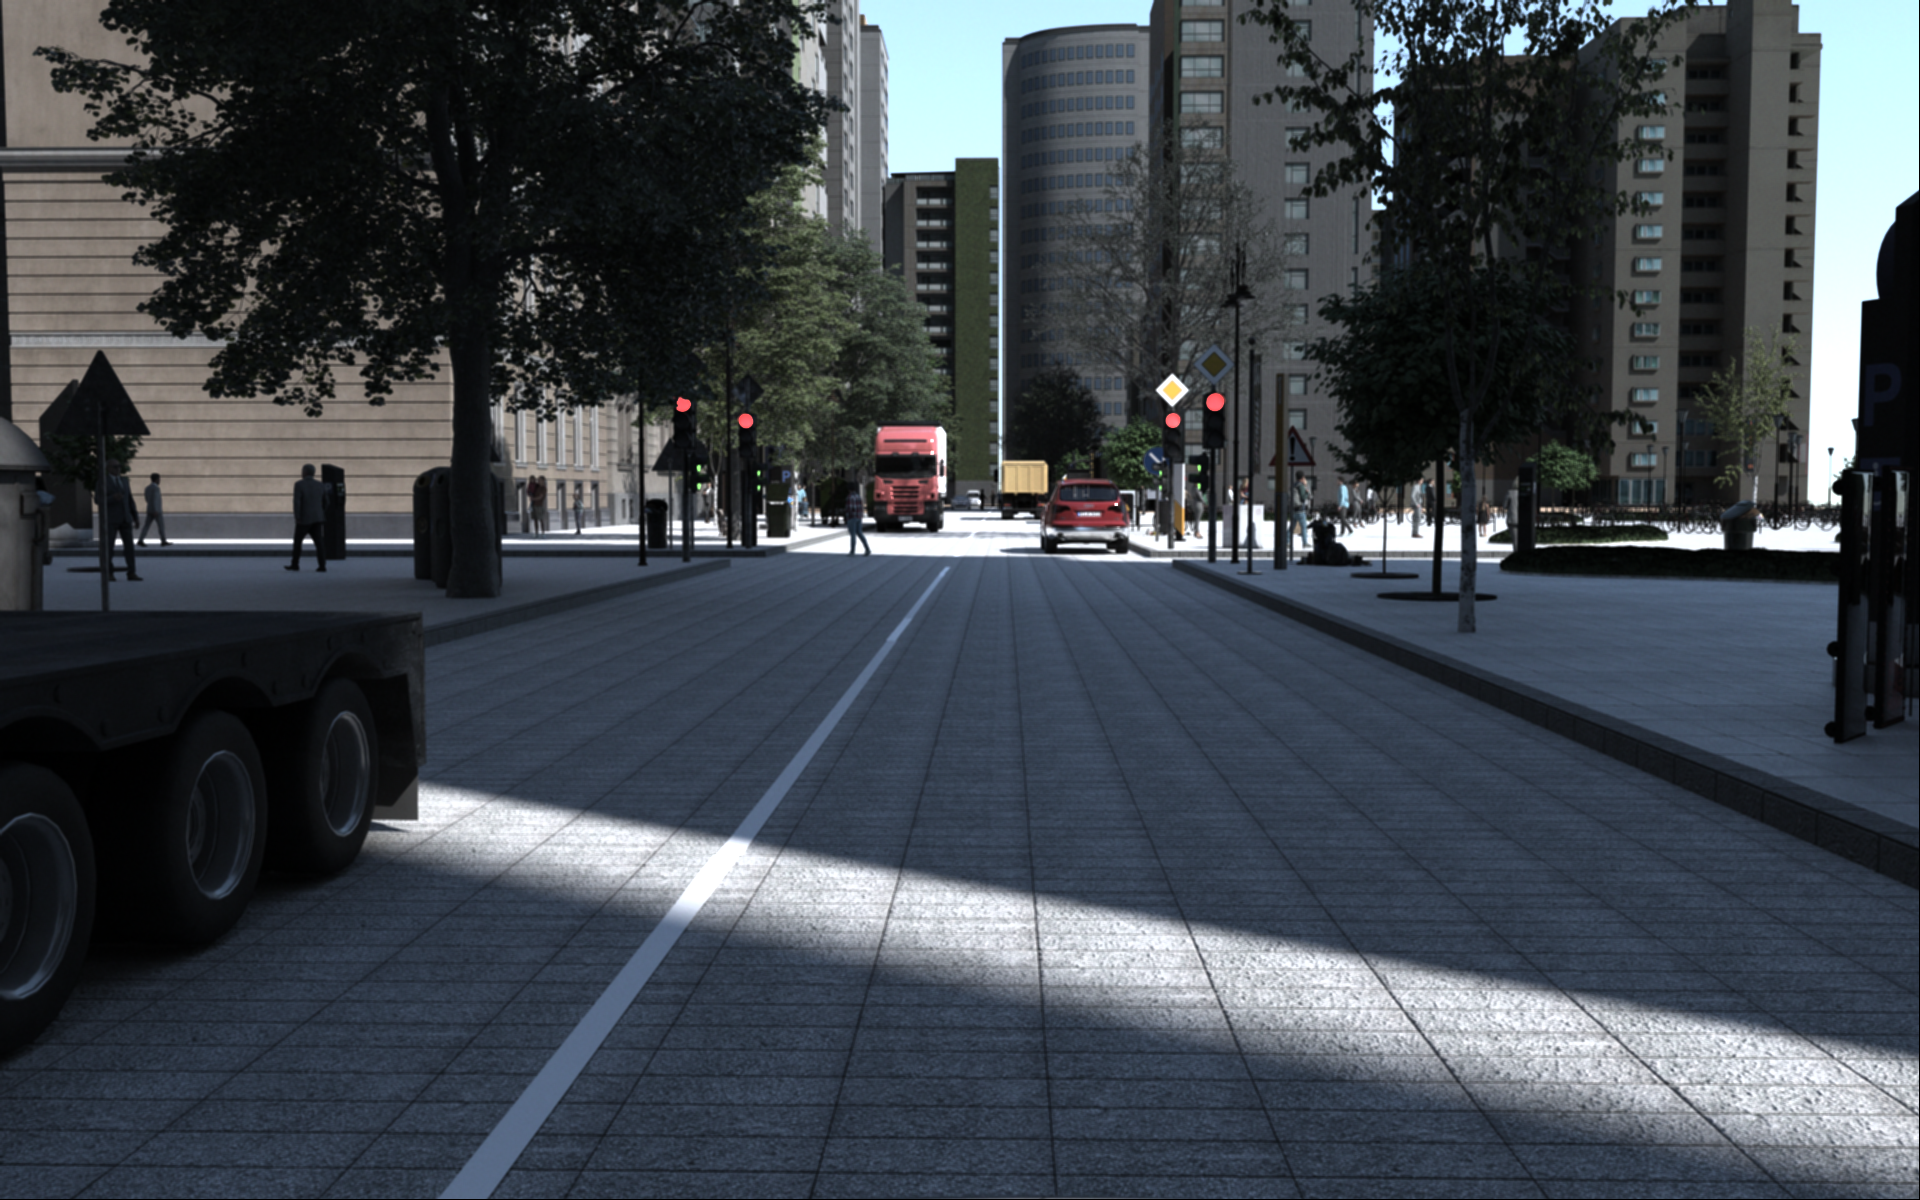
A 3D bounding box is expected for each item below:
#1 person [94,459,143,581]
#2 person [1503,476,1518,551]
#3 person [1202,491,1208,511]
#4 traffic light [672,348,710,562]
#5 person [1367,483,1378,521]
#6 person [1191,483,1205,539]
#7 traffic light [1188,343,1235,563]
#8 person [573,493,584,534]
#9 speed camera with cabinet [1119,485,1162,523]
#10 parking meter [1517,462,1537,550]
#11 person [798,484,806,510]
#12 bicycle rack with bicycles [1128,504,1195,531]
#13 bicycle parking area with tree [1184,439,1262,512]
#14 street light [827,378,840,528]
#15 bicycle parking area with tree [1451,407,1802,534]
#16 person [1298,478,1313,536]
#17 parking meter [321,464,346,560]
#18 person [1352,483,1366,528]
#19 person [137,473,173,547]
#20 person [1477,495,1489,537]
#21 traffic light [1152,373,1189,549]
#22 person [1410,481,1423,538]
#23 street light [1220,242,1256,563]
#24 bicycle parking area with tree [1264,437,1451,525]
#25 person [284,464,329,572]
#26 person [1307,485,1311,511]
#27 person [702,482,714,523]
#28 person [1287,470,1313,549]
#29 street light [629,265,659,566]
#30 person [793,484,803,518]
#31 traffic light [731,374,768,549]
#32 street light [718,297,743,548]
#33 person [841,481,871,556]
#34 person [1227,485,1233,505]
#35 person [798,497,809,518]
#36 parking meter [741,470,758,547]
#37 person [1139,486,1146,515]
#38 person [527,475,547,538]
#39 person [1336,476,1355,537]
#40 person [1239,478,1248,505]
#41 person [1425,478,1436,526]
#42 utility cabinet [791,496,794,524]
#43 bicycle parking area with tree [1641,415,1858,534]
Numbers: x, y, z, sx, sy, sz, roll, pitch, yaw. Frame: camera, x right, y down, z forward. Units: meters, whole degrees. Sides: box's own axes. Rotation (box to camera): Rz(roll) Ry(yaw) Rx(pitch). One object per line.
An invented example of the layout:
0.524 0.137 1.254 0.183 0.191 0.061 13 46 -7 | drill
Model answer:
-12.386 -1.182 25.543 0.590 1.801 0.661 2 4 30 | person
10.911 -1.552 34.055 0.537 1.800 0.526 0 4 -2 | person
15.470 -6.344 110.007 0.529 1.795 0.600 1 4 14 | person
-5.150 -2.671 32.597 0.839 4.253 0.868 0 4 1 | traffic light
19.947 -4.748 83.775 0.679 1.850 0.850 -2 4 -33 | person
6.910 -2.660 49.811 0.573 1.790 0.520 -2 4 -32 | person
4.709 -2.657 32.365 0.839 4.253 0.868 0 4 1 | traffic light
-12.295 -2.774 55.670 0.425 1.301 0.394 1 4 20 | person
8.069 -5.111 77.907 2.038 3.252 0.660 1 4 9 | speed camera with cabinet
10.402 -1.595 31.782 0.255 1.863 0.399 2 4 31 | parking meter
-9.165 -5.800 100.733 0.748 1.841 0.638 1 4 21 | person
6.906 -2.887 60.592 2.852 0.926 2.925 0 4 -1 | bicycle rack with bicycles
15.945 -6.251 89.198 9.016 4.147 8.231 -3 4 -36 | bicycle parking area with tree
-4.822 -5.682 65.682 0.468 5.910 1.993 0 4 1 | street light
21.744 -4.327 57.746 8.231 4.147 9.016 0 4 2 | bicycle parking area with tree
10.525 -2.849 52.801 0.537 1.800 0.526 -1 4 -15 | person
-12.208 -1.717 33.779 0.399 1.863 0.255 2 4 24 | parking meter
15.071 -3.614 65.405 0.573 1.790 0.520 1 4 9 | person
-19.716 -2.203 42.330 0.678 1.792 0.850 2 4 33 | person
15.662 -2.518 51.875 0.362 1.253 0.373 3 4 37 | person
4.910 -3.145 40.348 0.839 4.253 0.868 0 4 1 | traffic light
13.463 -2.745 51.021 0.391 1.810 0.635 1 4 14 | person
5.108 -3.621 31.991 0.468 5.910 1.993 0 4 1 | street light
18.968 -5.388 75.094 9.016 4.147 8.231 2 4 29 | bicycle parking area with tree
-10.850 -1.364 28.746 0.834 1.777 0.661 2 4 29 | person
19.193 -5.476 95.975 0.834 1.777 0.661 0 4 -6 | person
-11.041 -4.286 76.077 0.622 1.834 0.822 0 4 1 | person
7.778 -2.070 39.867 0.713 1.824 0.794 0 4 -5 | person
-5.691 -3.553 30.887 0.468 5.910 1.993 0 4 1 | street light
-8.846 -5.428 94.809 0.620 1.820 0.660 3 5 43 | person
-4.949 -3.160 40.579 0.839 4.253 0.868 0 4 1 | traffic light
-5.455 -4.162 40.836 0.468 5.910 1.993 0 4 1 | street light
-2.407 -1.866 39.854 0.643 1.720 0.563 2 4 33 | person
15.855 -5.859 102.062 0.641 1.798 0.478 1 4 18 | person
-8.324 -4.866 91.107 1.012 1.151 0.738 -2 4 -31 | person
-5.151 -2.244 42.393 0.399 1.863 0.255 -1 4 -17 | parking meter
11.053 -6.074 105.152 0.447 1.846 0.655 1 4 17 | person
-12.369 -2.728 50.626 0.580 1.828 0.573 -1 4 -18 | person
11.533 -2.804 51.902 0.620 1.820 0.660 1 4 14 | person
9.654 -3.217 58.614 0.573 1.828 0.580 -1 4 -19 | person
18.834 -3.893 69.063 0.474 1.900 0.648 -2 4 -26 | person
-6.820 -3.386 66.519 1.020 1.237 0.306 2 4 28 | utility cabinet
31.824 -4.713 64.063 8.231 4.147 9.016 -1 4 -20 | bicycle parking area with tree
